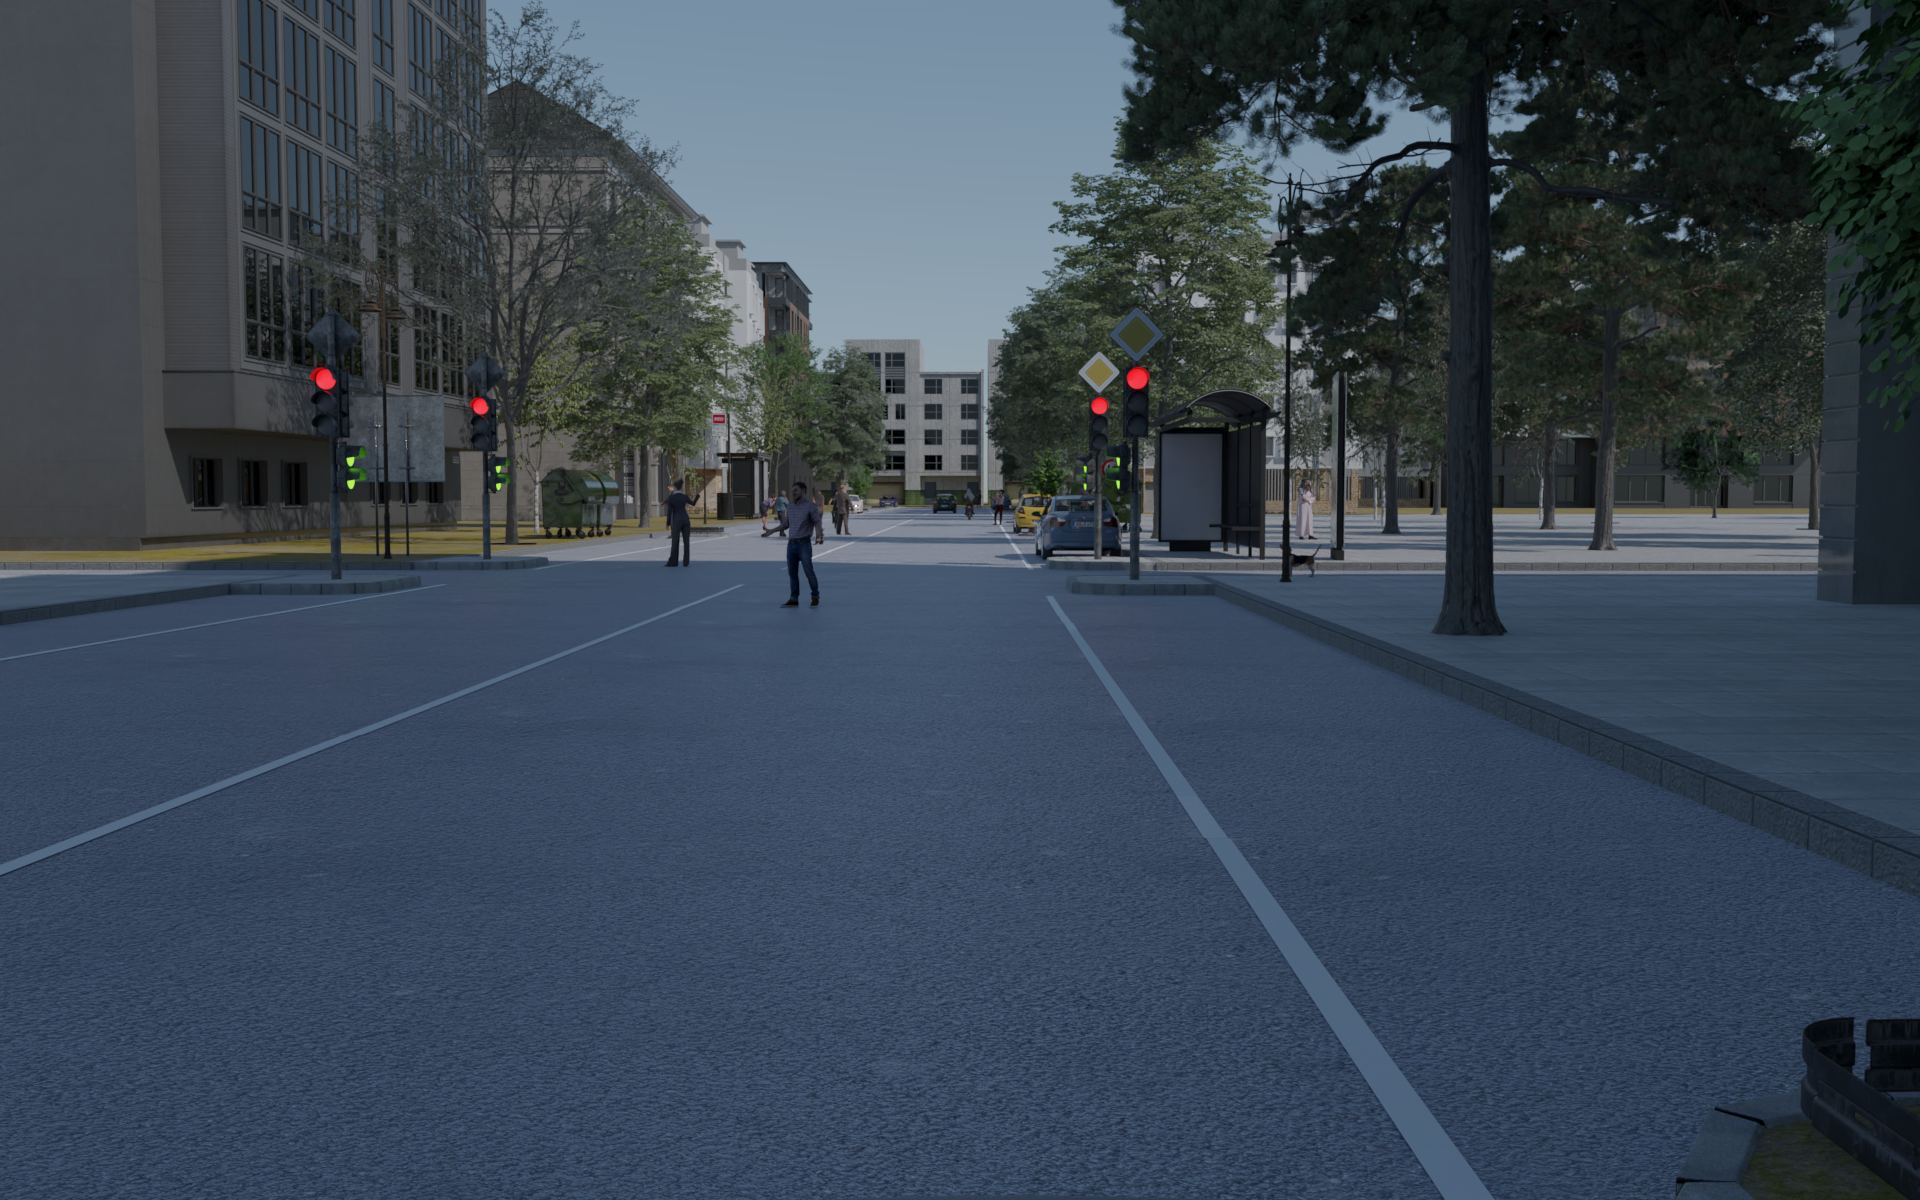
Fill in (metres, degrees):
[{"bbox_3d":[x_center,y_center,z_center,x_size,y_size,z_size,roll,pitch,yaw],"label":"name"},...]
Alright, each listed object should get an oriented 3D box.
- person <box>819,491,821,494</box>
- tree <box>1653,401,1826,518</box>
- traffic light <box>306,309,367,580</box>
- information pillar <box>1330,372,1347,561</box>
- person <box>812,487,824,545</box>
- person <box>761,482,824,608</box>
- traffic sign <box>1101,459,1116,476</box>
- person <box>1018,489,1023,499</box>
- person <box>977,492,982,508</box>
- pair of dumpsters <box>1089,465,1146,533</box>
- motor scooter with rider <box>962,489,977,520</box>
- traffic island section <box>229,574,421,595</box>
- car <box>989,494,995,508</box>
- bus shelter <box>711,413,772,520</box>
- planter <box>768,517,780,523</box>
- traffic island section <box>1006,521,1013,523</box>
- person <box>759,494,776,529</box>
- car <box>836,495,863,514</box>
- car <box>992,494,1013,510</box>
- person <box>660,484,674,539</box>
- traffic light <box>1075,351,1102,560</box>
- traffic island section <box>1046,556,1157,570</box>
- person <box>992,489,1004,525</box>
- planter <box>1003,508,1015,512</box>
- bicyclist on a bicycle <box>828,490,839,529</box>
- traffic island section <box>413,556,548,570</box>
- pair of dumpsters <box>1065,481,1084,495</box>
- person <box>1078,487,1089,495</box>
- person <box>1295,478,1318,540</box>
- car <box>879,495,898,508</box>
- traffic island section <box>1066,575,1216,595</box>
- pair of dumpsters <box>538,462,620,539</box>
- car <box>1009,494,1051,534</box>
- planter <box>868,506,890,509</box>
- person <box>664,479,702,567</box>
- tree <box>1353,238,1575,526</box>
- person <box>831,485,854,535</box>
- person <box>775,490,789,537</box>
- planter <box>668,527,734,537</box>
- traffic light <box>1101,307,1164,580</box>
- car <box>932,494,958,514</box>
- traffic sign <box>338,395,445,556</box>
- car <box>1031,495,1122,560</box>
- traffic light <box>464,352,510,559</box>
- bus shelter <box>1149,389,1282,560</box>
[{"bbox_3d":[-8.274,-5.619,102.071,0.444,1.614,0.593,2,4,29],"label":"person"},{"bbox_3d":[48.088,-7.834,90.994,20.602,7.101,11.467,-1,4,-9],"label":"tree"},{"bbox_3d":[-9.364,-2.245,25.944,0.839,4.213,0.868,0,4,1],"label":"traffic light"},{"bbox_3d":[7.443,-2.615,34.075,0.184,3.620,1.656,1,4,9],"label":"information pillar"},{"bbox_3d":[-4.050,-2.385,48.959,0.415,1.643,0.593,0,4,-2],"label":"person"},{"bbox_3d":[-2.027,-0.693,21.789,0.963,1.587,0.435,2,4,26],"label":"person"},{"bbox_3d":[5.462,-3.804,62.300,0.768,2.556,0.104,1,4,9],"label":"traffic sign"},{"bbox_3d":[6.399,-10.682,180.562,0.599,1.838,0.709,1,4,10],"label":"person"},{"bbox_3d":[1.944,-10.066,174.547,0.415,1.643,0.593,3,5,43],"label":"person"},{"bbox_3d":[5.361,-3.436,58.669,1.574,2.255,4.436,0,4,1],"label":"pair of dumpsters"},{"bbox_3d":[0.556,-5.303,95.663,0.876,1.779,1.986,0,4,1],"label":"motor scooter with rider"},{"bbox_3d":[-9.404,-0.232,26.077,2.009,0.180,2.903,0,4,1],"label":"traffic island section"},{"bbox_3d":[4.121,-10.485,180.463,2.155,1.783,4.494,0,4,1],"label":"car"},{"bbox_3d":[-11.228,-6.800,88.809,2.179,5.291,8.768,0,4,1],"label":"bus shelter"},{"bbox_3d":[-8.438,-3.960,85.880,1.991,0.319,1.994,0,4,1],"label":"planter"},{"bbox_3d":[3.277,-3.884,86.372,1.991,0.108,1.994,0,4,1],"label":"traffic island section"},{"bbox_3d":[-7.644,-3.495,68.873,0.697,1.427,0.421,-1,4,-14],"label":"person"},{"bbox_3d":[-8.108,-7.015,127.053,2.083,1.381,4.827,0,4,0],"label":"car"},{"bbox_3d":[3.841,-8.968,158.632,2.014,1.417,4.499,0,4,2],"label":"car"},{"bbox_3d":[-9.363,-2.863,55.751,0.568,1.767,0.683,-1,4,-12],"label":"person"},{"bbox_3d":[2.682,-2.726,33.817,0.839,4.213,0.868,0,4,1],"label":"traffic light"},{"bbox_3d":[2.722,-0.712,33.929,2.009,0.180,2.903,0,4,1],"label":"traffic island section"},{"bbox_3d":[1.755,-4.249,79.433,0.566,1.644,0.517,-1,4,-16],"label":"person"},{"bbox_3d":[3.818,-7.090,137.058,1.991,0.319,1.994,0,4,1],"label":"planter"},{"bbox_3d":[-5.078,-3.742,71.199,1.499,1.676,1.625,0,4,1],"label":"bicyclist on a bicycle"},{"bbox_3d":[-9.319,-0.721,34.062,2.009,0.180,2.903,0,4,1],"label":"traffic island section"},{"bbox_3d":[6.047,-5.042,84.937,1.574,2.255,4.436,0,4,0],"label":"pair of dumpsters"},{"bbox_3d":[5.298,-4.103,73.820,0.565,1.739,0.600,1,4,16],"label":"person"},{"bbox_3d":[9.689,-2.560,48.573,0.621,1.740,0.551,3,5,39],"label":"person"},{"bbox_3d":[-7.587,-10.527,184.688,1.945,1.354,3.894,0,4,1],"label":"car"},{"bbox_3d":[2.637,-0.224,25.944,2.009,0.180,2.903,0,4,1],"label":"traffic island section"},{"bbox_3d":[-11.271,-2.981,51.228,1.574,2.255,4.436,0,4,1],"label":"pair of dumpsters"},{"bbox_3d":[2.836,-3.271,63.710,2.015,1.641,3.980,0,4,0],"label":"car"},{"bbox_3d":[-7.616,-8.664,162.795,1.991,0.319,1.994,0,4,1],"label":"planter"},{"bbox_3d":[-5.476,-1.527,34.274,0.445,1.727,0.742,3,4,36],"label":"person"},{"bbox_3d":[13.841,-5.940,47.475,4.360,8.622,3.978,0,3,0],"label":"tree"},{"bbox_3d":[-4.101,-3.173,60.938,0.990,1.755,0.434,3,4,39],"label":"person"},{"bbox_3d":[-5.942,-2.880,57.804,0.429,1.552,0.499,-1,4,-18],"label":"person"},{"bbox_3d":[-8.730,-2.297,58.701,1.991,0.319,1.994,0,4,1],"label":"planter"},{"bbox_3d":[2.597,-2.238,25.832,0.839,4.213,0.868,0,4,1],"label":"traffic light"},{"bbox_3d":[-1.125,-7.295,129.062,2.009,1.686,4.222,0,4,1],"label":"car"},{"bbox_3d":[-11.722,-2.558,35.696,2.265,3.308,0.079,0,4,5],"label":"traffic sign"},{"bbox_3d":[2.640,-1.659,39.128,2.014,1.417,4.499,0,4,0],"label":"car"},{"bbox_3d":[-9.279,-2.733,33.928,0.839,4.213,0.868,0,4,1],"label":"traffic light"},{"bbox_3d":[5.191,-2.579,36.084,2.014,3.302,5.546,0,4,0],"label":"bus shelter"}]
